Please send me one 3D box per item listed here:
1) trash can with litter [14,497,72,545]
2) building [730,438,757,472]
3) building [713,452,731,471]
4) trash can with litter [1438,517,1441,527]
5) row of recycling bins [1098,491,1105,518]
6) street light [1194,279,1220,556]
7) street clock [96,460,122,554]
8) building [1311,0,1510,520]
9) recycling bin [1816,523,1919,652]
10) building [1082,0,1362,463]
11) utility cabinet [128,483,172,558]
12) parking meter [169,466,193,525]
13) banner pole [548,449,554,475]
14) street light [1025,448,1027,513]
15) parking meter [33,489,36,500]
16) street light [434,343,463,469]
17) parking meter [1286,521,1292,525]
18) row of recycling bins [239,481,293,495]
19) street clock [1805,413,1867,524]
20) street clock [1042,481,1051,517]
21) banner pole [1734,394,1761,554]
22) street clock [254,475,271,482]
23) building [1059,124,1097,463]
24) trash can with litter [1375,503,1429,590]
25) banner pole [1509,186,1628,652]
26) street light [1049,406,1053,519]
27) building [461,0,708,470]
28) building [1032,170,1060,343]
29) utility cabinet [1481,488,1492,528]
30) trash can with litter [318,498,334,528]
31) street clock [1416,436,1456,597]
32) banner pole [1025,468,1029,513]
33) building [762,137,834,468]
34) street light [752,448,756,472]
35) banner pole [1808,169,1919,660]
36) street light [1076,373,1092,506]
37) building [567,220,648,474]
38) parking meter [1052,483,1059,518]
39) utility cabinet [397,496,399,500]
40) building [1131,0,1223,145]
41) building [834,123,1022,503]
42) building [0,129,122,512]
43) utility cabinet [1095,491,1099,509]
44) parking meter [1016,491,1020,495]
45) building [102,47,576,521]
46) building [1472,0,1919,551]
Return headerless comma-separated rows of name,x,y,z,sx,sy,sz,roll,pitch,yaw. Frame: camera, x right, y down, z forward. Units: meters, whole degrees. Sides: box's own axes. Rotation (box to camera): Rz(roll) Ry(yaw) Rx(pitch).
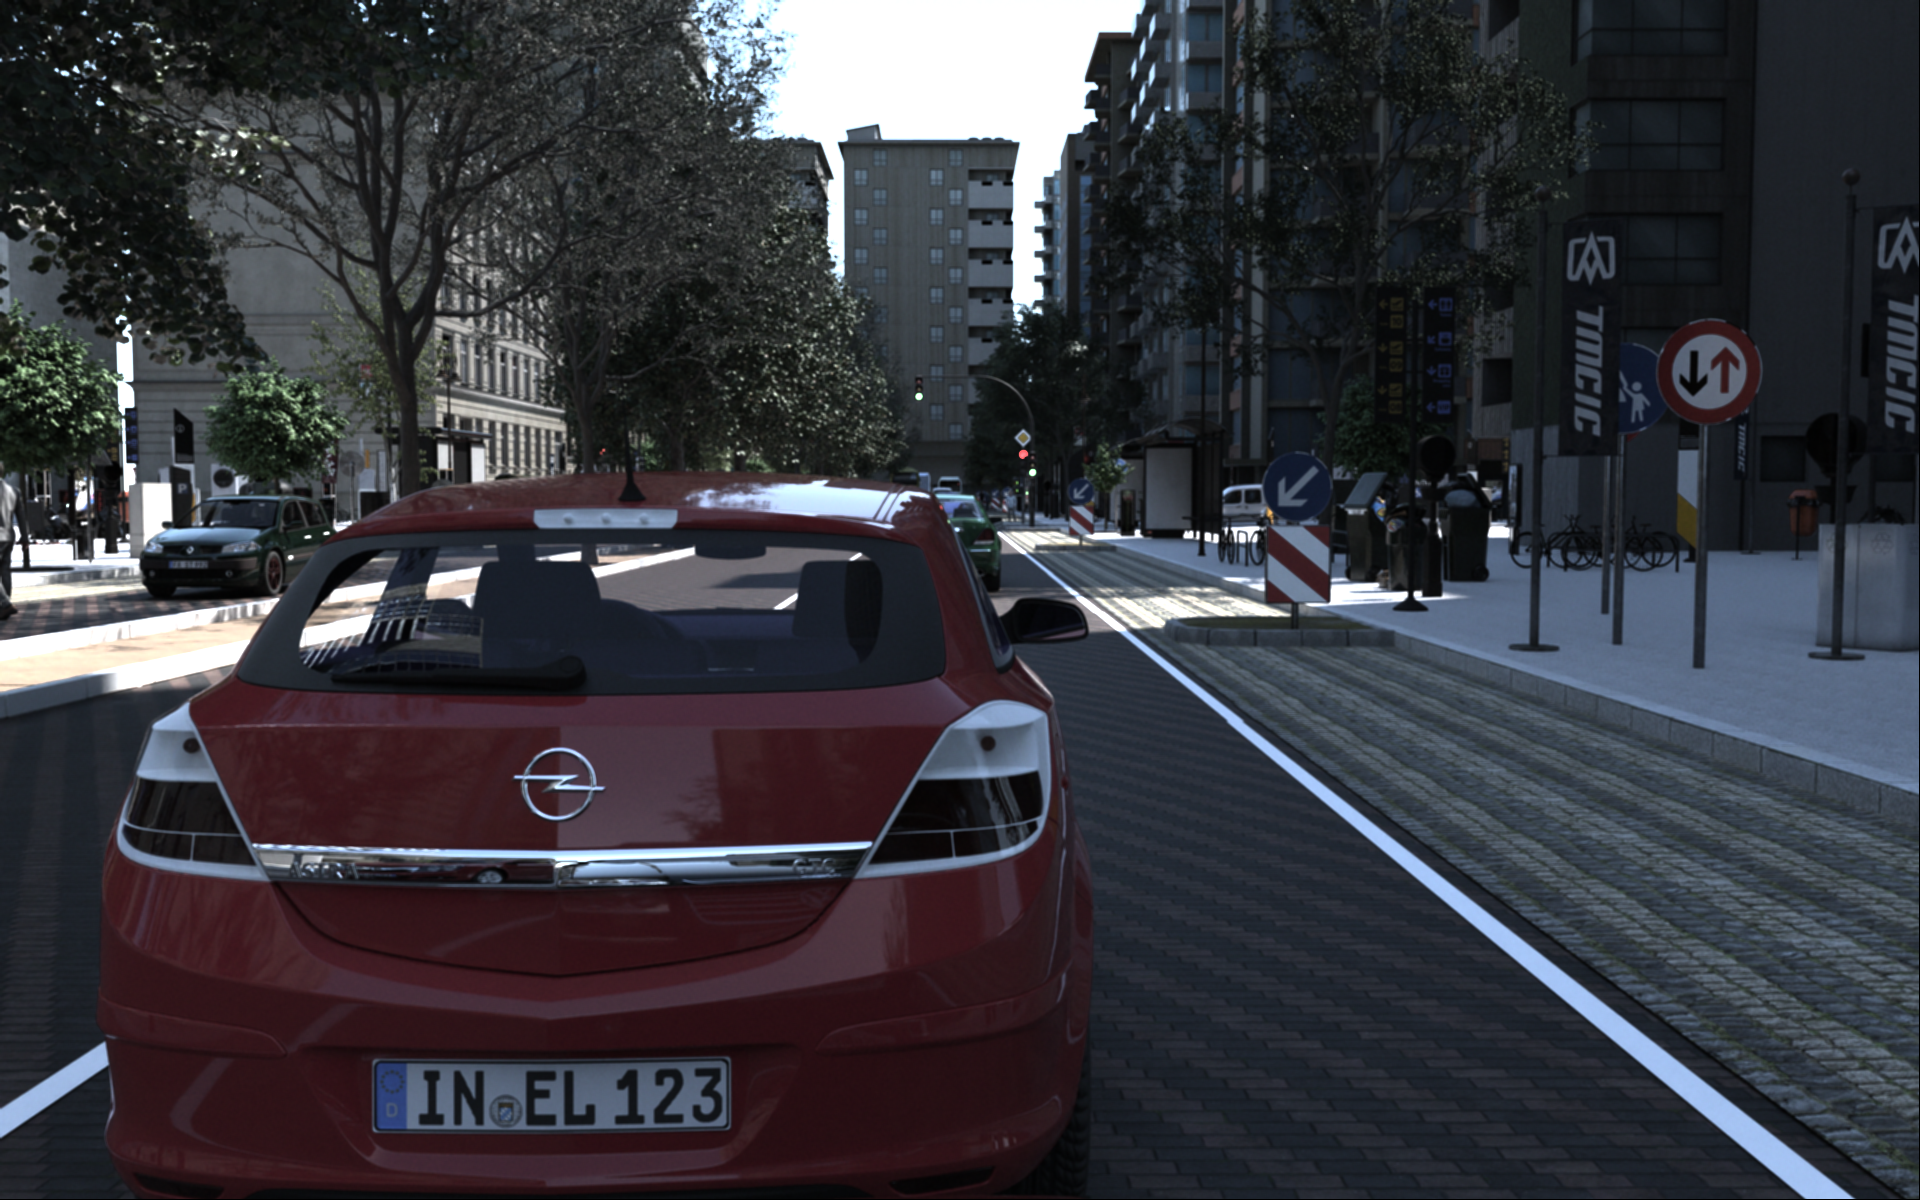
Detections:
trash can with litter,-23.096,-1.999,43.740,2.233,1.210,1.678,1,4,8
building,-39.148,-21.996,204.672,28.899,21.520,27.650,0,4,0
building,-31.477,-30.233,177.904,14.154,41.232,14.086,0,4,0
trash can with litter,17.032,-3.236,63.963,2.233,1.210,1.678,-2,4,-25
row of recycling bins,8.881,-5.291,93.617,3.534,1.692,1.069,-3,4,-38
street light,5.026,-3.856,35.830,0.468,5.910,1.993,0,4,0
street clock,-18.198,-1.989,37.087,0.358,2.002,0.471,1,4,22
building,27.243,-26.861,93.796,28.867,44.769,22.147,0,4,0
recycling bin,7.702,-0.120,14.508,0.722,1.027,0.722,-3,4,-36
building,23.135,-31.174,164.318,22.147,44.769,28.867,0,4,0
utility cabinet,-16.299,-1.601,34.862,0.318,1.500,1.173,0,4,2
parking meter,-16.157,-1.850,35.954,0.399,1.863,0.255,-3,5,-41
banner pole,-22.582,-6.462,95.666,0.401,3.779,0.863,1,4,14
street light,4.516,-8.926,118.730,0.468,5.910,1.993,0,4,0
parking meter,-42.773,-4.374,79.920,0.372,1.533,0.369,0,3,0
street light,-15.662,-4.914,53.136,0.468,5.910,1.993,0,4,0
parking meter,10.255,-2.752,53.412,0.372,1.533,0.369,0,3,0
row of recycling bins,-23.102,-3.085,57.545,1.069,1.692,3.534,-3,4,-39
street clock,7.854,-0.672,15.558,0.358,2.002,0.471,-3,5,-41
street clock,4.768,-5.542,95.174,0.471,2.002,0.358,-1,4,-22
banner pole,16.893,-2.887,37.216,0.401,3.779,0.863,-1,4,-13
street clock,-19.613,-2.705,48.800,0.471,2.002,0.358,-1,4,-13
building,19.405,-34.265,210.347,14.600,45.320,14.200,0,4,0
trash can with litter,5.863,-0.727,23.272,0.624,1.170,1.055,0,4,-8
banner pole,4.934,-1.471,14.060,0.863,3.779,0.401,2,4,31
street light,4.648,-7.047,88.006,0.468,5.910,1.993,0,4,0
building,-35.191,-32.792,159.851,21.300,48.544,21.600,0,4,0
building,25.733,-38.696,252.285,30.456,49.044,23.786,0,4,0
utility cabinet,19.117,-3.393,64.159,1.173,1.500,0.318,-1,4,-22
trash can with litter,-20.190,-2.663,54.926,0.624,1.170,1.055,-2,4,-26
street clock,5.898,-1.040,21.582,0.471,2.002,0.358,-1,4,-9
banner pole,4.554,-7.766,116.997,0.401,3.779,0.863,-2,4,-23
building,-30.797,-40.699,254.666,27.495,52.752,28.713,0,4,0
street light,-16.083,-10.002,136.313,0.468,5.910,1.993,0,4,0
banner pole,7.051,-1.425,13.312,0.863,3.779,0.401,2,4,32
street light,4.725,-5.712,66.183,0.468,5.910,1.993,0,4,0
building,-31.378,-19.034,130.295,14.460,24.649,34.723,0,4,0
parking meter,5.061,-5.253,91.599,0.255,1.863,0.399,-2,4,-25
utility cabinet,-40.419,-6.939,124.621,1.020,1.237,0.306,2,4,27
building,25.131,-31.460,133.978,23.786,49.044,30.456,0,4,0
building,-3.301,-40.693,254.561,27.495,52.752,28.713,0,4,0
building,-52.923,-14.161,86.286,16.860,20.320,10.420,0,4,0
utility cabinet,9.339,-6.984,122.872,1.173,1.500,0.318,-1,4,-14
parking meter,4.553,-7.821,136.283,0.372,1.533,0.369,0,3,0
building,-32.456,-16.120,96.849,16.112,22.955,30.059,0,4,0
building,20.884,-16.715,44.992,14.160,30.474,14.107,0,4,0
